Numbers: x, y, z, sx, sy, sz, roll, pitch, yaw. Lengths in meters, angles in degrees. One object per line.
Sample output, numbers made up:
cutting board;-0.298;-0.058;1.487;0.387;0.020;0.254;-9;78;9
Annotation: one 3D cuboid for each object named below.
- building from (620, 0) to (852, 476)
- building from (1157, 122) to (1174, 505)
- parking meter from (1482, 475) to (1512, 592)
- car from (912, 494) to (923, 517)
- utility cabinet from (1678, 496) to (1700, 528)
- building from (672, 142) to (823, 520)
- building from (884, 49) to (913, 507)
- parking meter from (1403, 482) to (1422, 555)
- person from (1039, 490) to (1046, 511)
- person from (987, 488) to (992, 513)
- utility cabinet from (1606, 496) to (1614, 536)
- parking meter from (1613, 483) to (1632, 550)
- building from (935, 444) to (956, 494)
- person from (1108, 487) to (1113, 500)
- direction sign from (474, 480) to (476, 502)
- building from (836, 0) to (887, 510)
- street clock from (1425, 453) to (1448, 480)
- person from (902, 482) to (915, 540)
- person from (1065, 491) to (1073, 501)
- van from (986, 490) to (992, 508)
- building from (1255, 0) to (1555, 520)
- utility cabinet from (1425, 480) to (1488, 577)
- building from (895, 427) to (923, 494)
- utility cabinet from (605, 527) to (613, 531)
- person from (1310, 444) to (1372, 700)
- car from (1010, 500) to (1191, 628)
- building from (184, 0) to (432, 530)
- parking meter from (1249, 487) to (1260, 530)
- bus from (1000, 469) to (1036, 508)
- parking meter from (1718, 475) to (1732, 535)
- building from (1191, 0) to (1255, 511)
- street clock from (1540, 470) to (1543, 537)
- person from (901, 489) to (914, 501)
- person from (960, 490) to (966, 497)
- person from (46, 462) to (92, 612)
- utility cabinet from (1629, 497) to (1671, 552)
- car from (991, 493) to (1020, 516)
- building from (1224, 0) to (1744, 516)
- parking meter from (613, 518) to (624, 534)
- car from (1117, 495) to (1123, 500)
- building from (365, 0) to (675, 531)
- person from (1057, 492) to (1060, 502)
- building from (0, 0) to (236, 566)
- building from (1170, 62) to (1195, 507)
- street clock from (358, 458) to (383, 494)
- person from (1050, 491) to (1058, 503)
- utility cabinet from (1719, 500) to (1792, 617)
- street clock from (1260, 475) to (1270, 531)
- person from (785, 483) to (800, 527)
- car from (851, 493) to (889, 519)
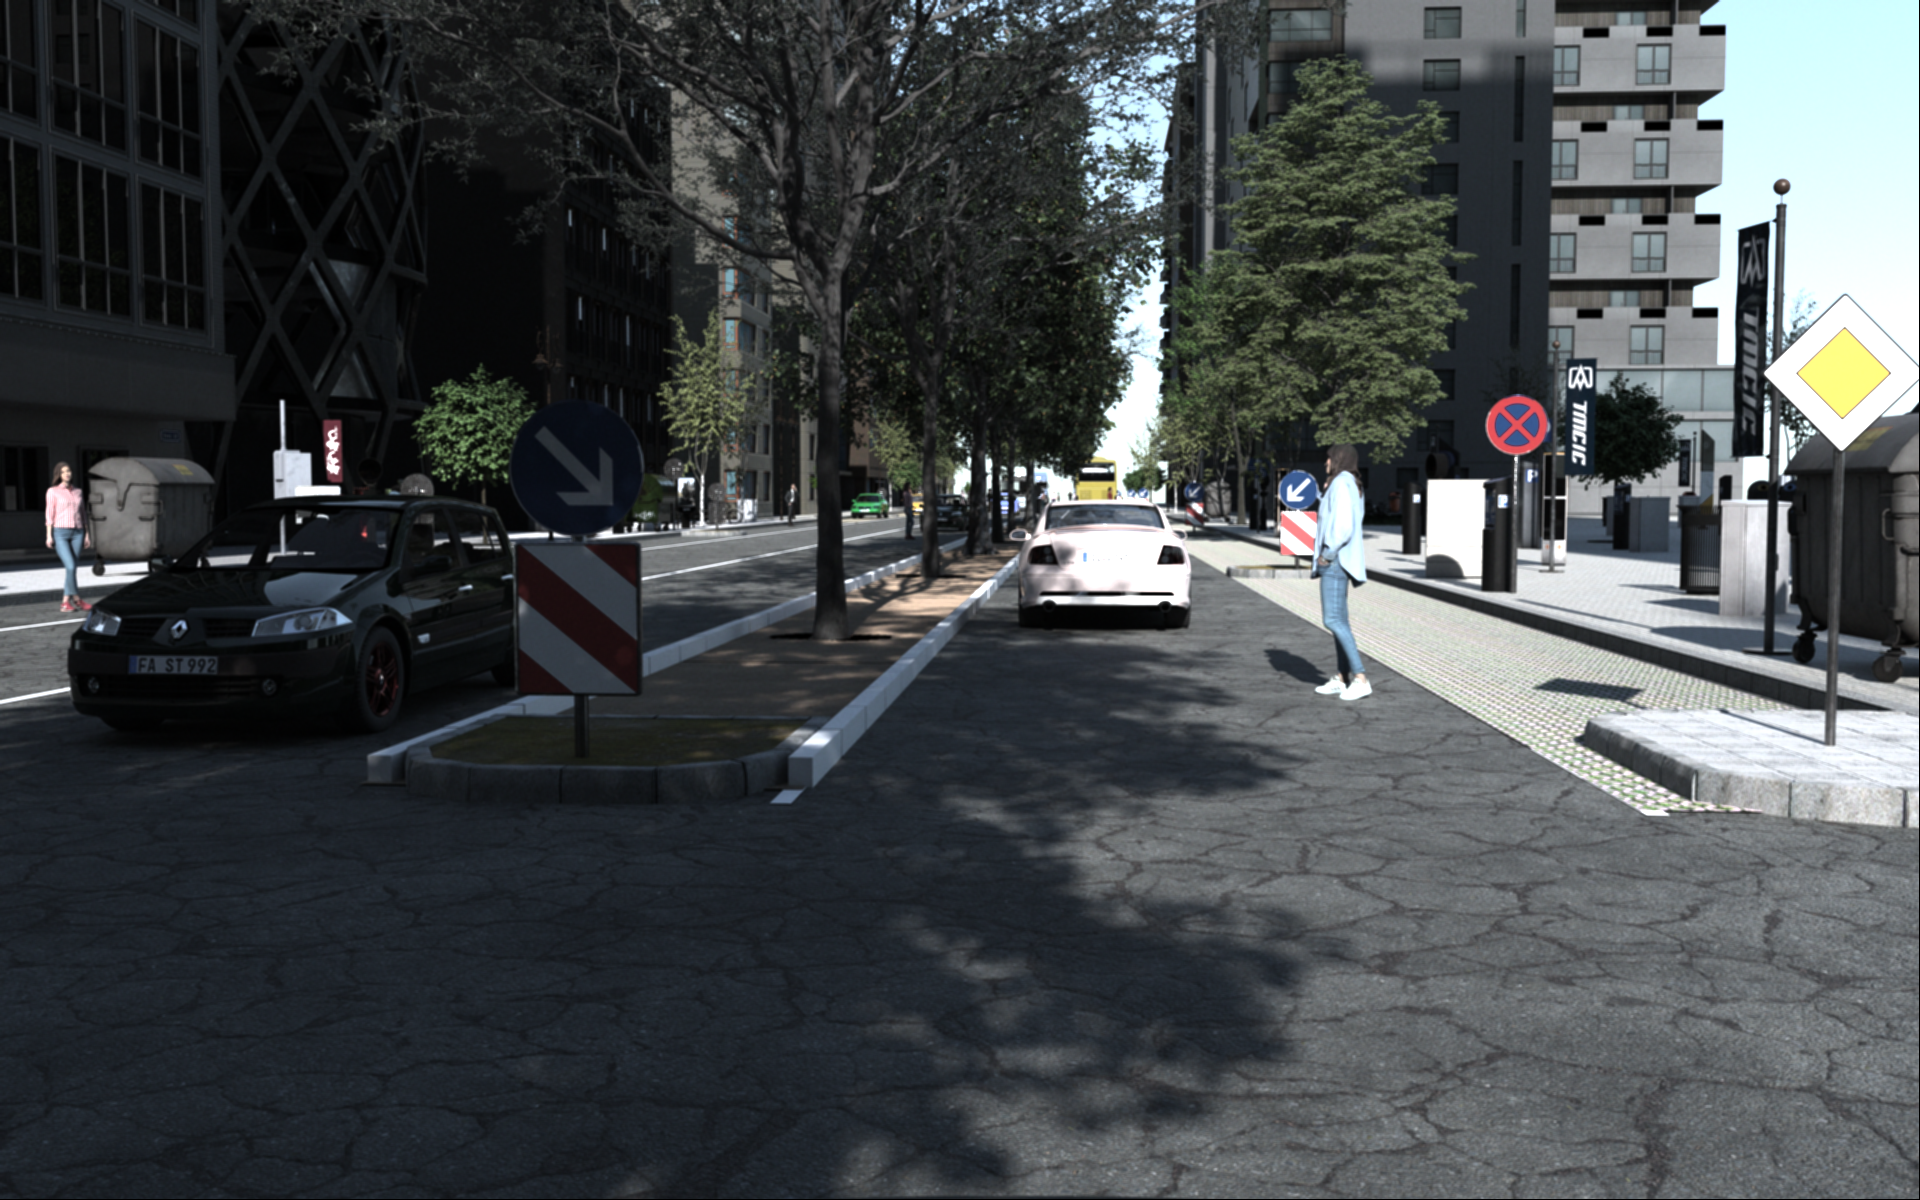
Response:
building;-23.173;-32.987;128.570;28.713;52.752;27.495;0;4;4
building;34.423;-33.232;197.962;22.147;44.769;28.867;0;4;4
parking meter;7.071;-0.879;22.789;0.372;1.533;0.369;0;3;0
car;-2.335;-5.916;106.956;2.015;1.641;3.980;0;4;4
utility cabinet;27.908;-3.354;66.001;1.020;1.237;0.306;-1;4;-11
building;-23.549;-15.644;100.816;27.650;21.520;28.899;0;4;4
building;-15.617;-45.462;181.552;20.563;71.187;20.611;0;4;4
parking meter;9.608;-1.736;36.803;0.372;1.533;0.369;0;3;0
person;6.874;-8.269;144.404;0.721;1.736;1.217;2;4;28
person;2.260;-7.432;129.643;0.705;1.869;1.348;-1;4;-17
utility cabinet;20.310;-2.573;53.234;0.306;1.237;1.020;-1;4;-16
parking meter;15.295;-1.932;40.004;0.372;1.533;0.369;0;3;0
building;-15.419;-23.118;223.014;27.650;21.520;28.899;0;4;4
person;8.757;-5.639;100.634;0.705;1.831;1.348;1;4;13
direction sign;-15.451;-3.862;55.142;0.876;3.537;0.379;1;4;9
building;-13.866;-30.512;148.988;14.600;45.320;14.200;0;4;4
street clock;8.492;-1.610;30.901;0.358;2.002;0.471;-1;4;-10
person;-1.610;-2.801;54.308;0.388;1.821;0.555;0;4;3
person;12.932;-11.895;202.993;1.348;1.822;0.705;-1;4;-10
van;3.432;-10.379;176.702;2.013;2.044;4.112;0;4;6
building;22.738;-19.615;92.402;14.160;30.474;14.107;0;4;4
utility cabinet;7.750;-1.092;26.535;1.173;1.500;0.318;1;4;12
building;-10.832;-33.624;199.856;14.600;45.320;14.200;0;4;4
utility cabinet;-12.139;-3.000;60.217;0.306;1.237;1.020;2;4;26
person;2.730;-0.219;12.344;0.793;1.790;0.793;-1;4;-17
car;1.610;-0.466;19.978;2.083;1.381;4.827;0;4;3
building;-23.214;-10.885;45.419;16.820;18.784;16.811;0;4;4
parking meter;10.610;-3.298;62.333;0.372;1.533;0.369;0;3;0
bus;5.060;-9.415;148.789;2.948;3.499;13.247;0;4;4
parking meter;23.838;-2.952;53.979;0.255;1.863;0.399;0;4;0
building;29.507;-36.575;140.007;21.231;58.520;28.212;0;4;4
street clock;17.253;-2.862;51.357;0.358;2.002;0.471;-1;4;-17
person;-3.639;-7.204;126.375;1.348;1.812;0.705;1;4;18
person;0.165;-6.918;122.274;0.621;1.740;0.551;0;4;-4
person;-10.897;-0.772;21.129;0.388;1.821;0.555;1;4;22
utility cabinet;15.307;-1.670;38.467;1.020;1.237;0.306;-2;4;-31
car;3.078;-6.513;116.072;1.945;1.707;3.694;0;4;6
building;31.768;-31.966;111.888;28.713;52.752;27.495;0;4;4
parking meter;-11.022;-2.903;55.867;0.372;1.533;0.369;0;3;0
car;18.876;-12.203;209.745;2.015;1.641;3.980;0;4;3
building;-19.040;-14.510;66.910;12.332;23.373;15.834;0;4;4
person;13.435;-13.765;234.345;0.721;1.735;1.217;0;4;-5
building;-22.812;-14.139;24.687;14.314;27.812;24.014;0;4;4
building;28.876;-32.210;176.751;14.600;45.320;14.200;0;4;4
street clock;-11.815;-1.845;34.735;0.471;2.002;0.358;-1;4;-18
person;9.324;-9.954;172.183;0.756;1.711;0.436;1;4;19
utility cabinet;8.509;-0.450;18.514;1.020;1.237;0.306;-3;5;-40
street clock;10.658;-3.441;60.822;0.358;2.002;0.471;-1;4;-17
person;-7.418;-4.216;76.793;0.474;1.900;0.648;2;4;32
car;-5.261;-5.661;101.357;1.959;1.807;4.718;0;4;5
